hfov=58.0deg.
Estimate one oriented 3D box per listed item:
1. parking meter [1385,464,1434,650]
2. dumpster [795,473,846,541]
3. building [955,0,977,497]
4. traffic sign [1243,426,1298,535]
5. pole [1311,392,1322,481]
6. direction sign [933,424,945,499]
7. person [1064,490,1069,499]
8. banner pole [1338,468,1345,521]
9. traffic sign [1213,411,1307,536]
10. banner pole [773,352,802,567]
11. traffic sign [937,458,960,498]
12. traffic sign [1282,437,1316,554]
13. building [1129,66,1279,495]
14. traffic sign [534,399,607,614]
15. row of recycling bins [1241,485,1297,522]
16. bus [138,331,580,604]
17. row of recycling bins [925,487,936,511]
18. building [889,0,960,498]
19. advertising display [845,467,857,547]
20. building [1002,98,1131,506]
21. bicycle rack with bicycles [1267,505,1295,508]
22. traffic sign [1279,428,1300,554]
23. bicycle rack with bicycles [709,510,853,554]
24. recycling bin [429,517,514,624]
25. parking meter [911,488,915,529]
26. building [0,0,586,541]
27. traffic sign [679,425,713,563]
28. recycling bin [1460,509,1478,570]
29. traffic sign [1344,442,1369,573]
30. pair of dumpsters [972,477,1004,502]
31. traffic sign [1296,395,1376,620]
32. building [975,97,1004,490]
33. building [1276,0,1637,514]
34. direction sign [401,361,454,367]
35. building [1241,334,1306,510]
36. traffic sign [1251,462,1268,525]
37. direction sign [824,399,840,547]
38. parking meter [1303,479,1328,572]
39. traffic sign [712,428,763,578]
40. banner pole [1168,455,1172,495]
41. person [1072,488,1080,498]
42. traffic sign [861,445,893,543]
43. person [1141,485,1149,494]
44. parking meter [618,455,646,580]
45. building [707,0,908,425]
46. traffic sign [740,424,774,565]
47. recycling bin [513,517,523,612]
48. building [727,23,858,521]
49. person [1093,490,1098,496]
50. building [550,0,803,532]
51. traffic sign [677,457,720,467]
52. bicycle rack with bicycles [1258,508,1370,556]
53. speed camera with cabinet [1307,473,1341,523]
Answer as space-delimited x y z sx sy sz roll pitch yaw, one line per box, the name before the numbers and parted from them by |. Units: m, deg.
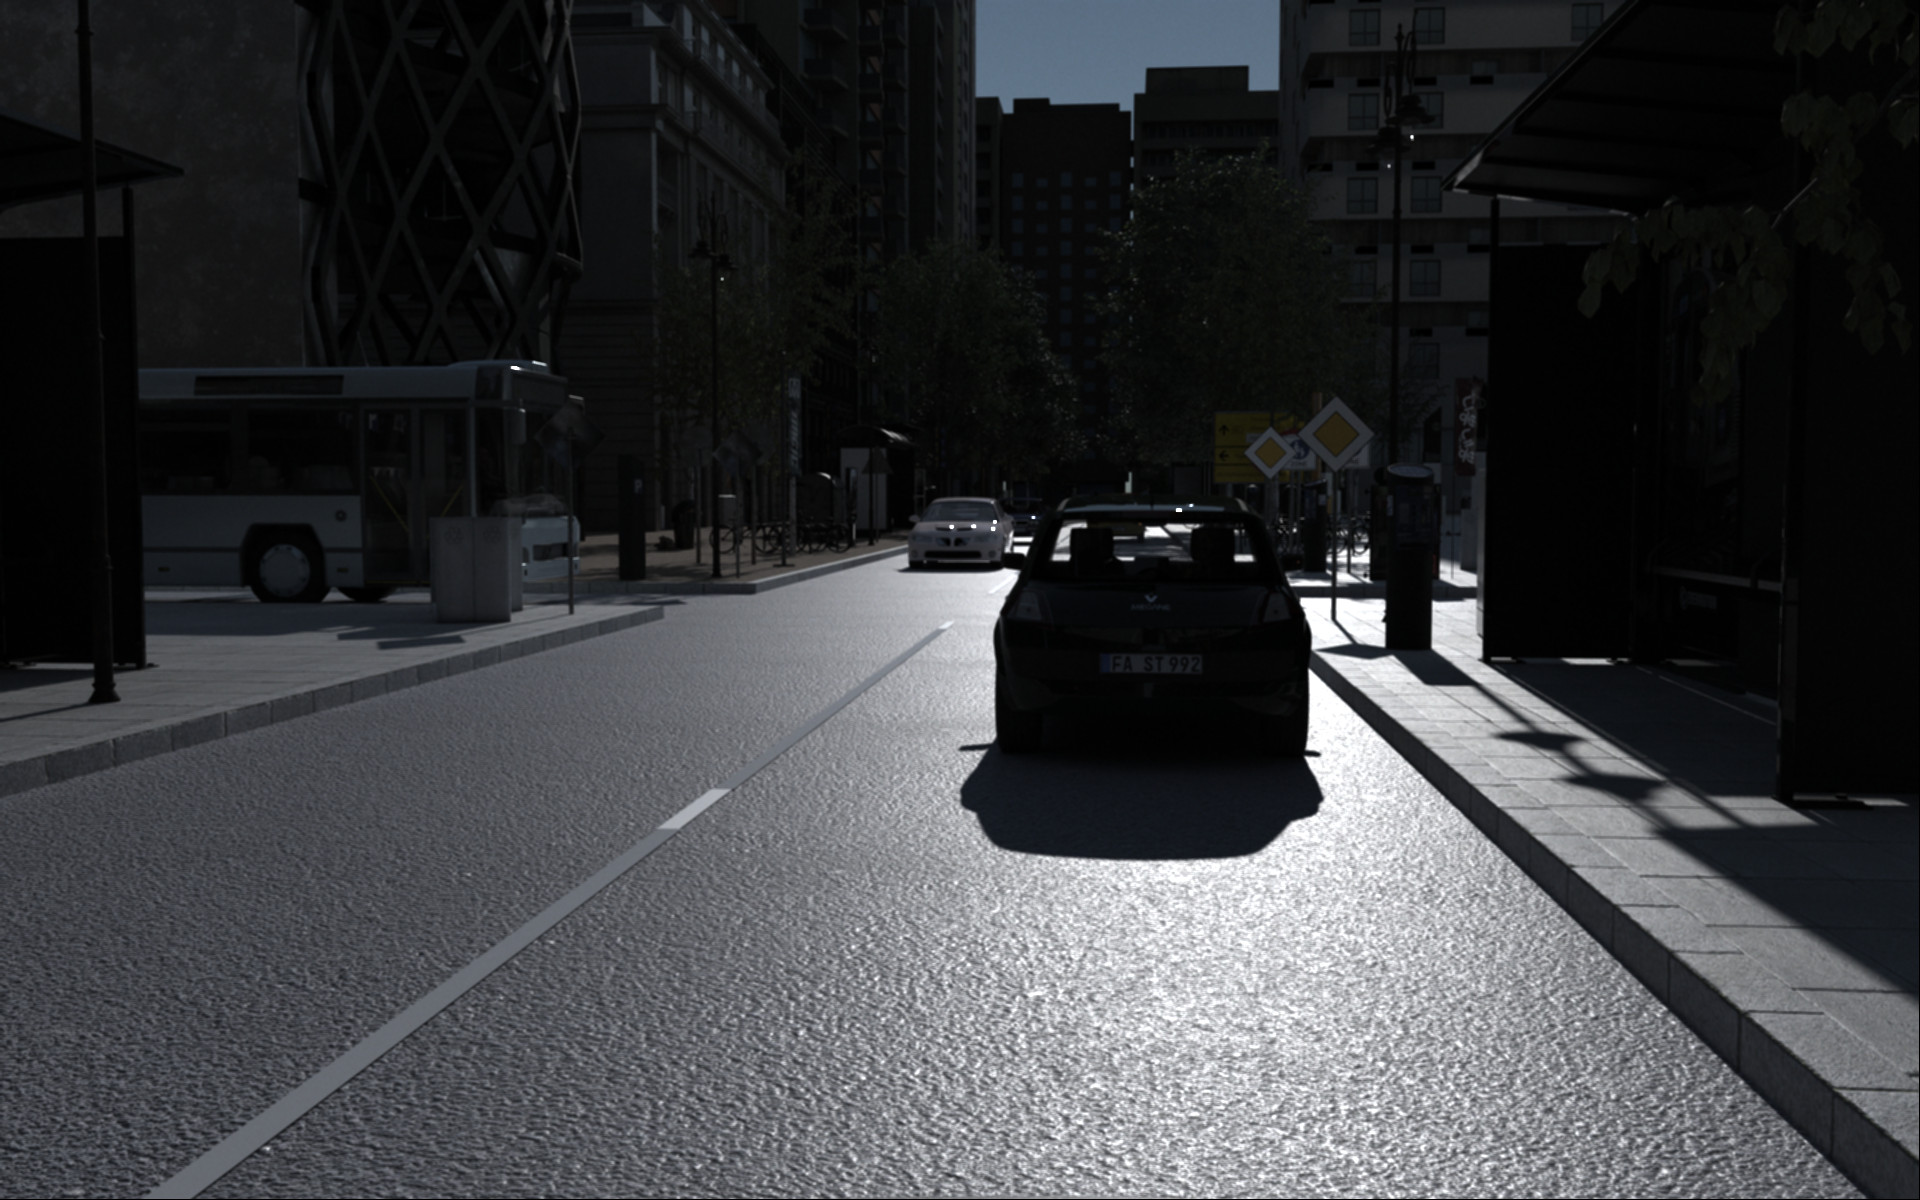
parking meter | 3.725 -0.363 14.345 0.372 1.533 0.369 0 3 0
dumpster | -3.886 -2.570 47.785 1.264 1.857 1.865 0 4 5
building | -9.524 -44.076 158.888 20.611 71.187 20.563 0 4 5
traffic sign | 4.574 -1.342 25.586 0.795 2.450 0.064 0 4 5
pole | 7.155 -2.505 34.794 0.158 3.312 0.155 0 3 0
direction sign | -0.667 -3.915 56.008 0.379 3.537 0.876 1 4 23
person | 7.290 -6.559 116.563 0.721 1.723 1.217 1 4 8
banner pole | 18.218 -5.683 82.927 0.401 3.779 0.863 3 5 44
traffic sign | 7.350 -2.978 42.561 2.265 3.308 0.079 1 4 13
banner pole | -3.025 -2.498 30.860 0.401 3.779 0.863 2 4 26
traffic sign | -0.412 -3.858 63.076 0.884 2.594 0.081 1 4 14
traffic sign | 5.914 -1.720 30.258 0.606 2.300 0.079 1 4 12
building | 30.503 -35.260 200.196 21.600 48.544 21.300 0 4 5
traffic sign | -4.141 -0.903 18.414 0.795 2.450 0.064 0 4 5
row of recycling bins | 14.167 -4.545 81.420 3.534 1.692 1.069 0 4 5
bus | -10.877 -1.688 22.462 13.247 3.499 2.948 0 4 6
row of recycling bins | -2.516 -5.459 96.362 3.534 1.692 1.069 3 5 39
building | -7.672 -27.836 138.705 14.154 41.232 14.086 0 4 5
advertising display | -2.638 -2.253 42.053 0.123 1.923 0.974 0 4 6
building | 12.404 -33.575 199.062 14.200 45.320 14.600 0 4 5
bicycle rack with bicycles | 10.092 -2.578 55.525 2.925 0.926 2.852 3 4 37
traffic sign | 6.435 -2.049 33.611 0.768 2.556 0.104 0 4 7
bicycle rack with bicycles | -3.711 -1.511 38.080 2.925 0.926 2.852 1 4 16
recycling bin | -4.961 -0.305 17.545 0.722 1.027 0.722 -1 4 -21
parking meter | -2.011 -3.577 66.890 0.372 1.533 0.369 0 3 0
building | -18.459 -10.763 43.427 16.820 18.784 16.811 0 4 5
traffic sign | -4.868 -1.961 32.174 0.768 2.556 0.104 1 4 11
recycling bin | 8.963 -1.028 29.363 0.722 1.027 0.722 3 5 40
traffic sign | 6.325 -1.589 28.110 0.606 2.300 0.079 0 4 6
pair of dumpsters | 1.490 -5.618 94.342 1.574 2.255 4.437 0 4 5
traffic sign | 3.815 -0.856 17.636 0.795 2.450 0.064 0 4 5
building | -5.201 -35.479 203.776 21.600 48.544 21.300 0 4 5
building | 37.235 -32.629 122.718 28.713 52.752 27.495 0 4 5
direction sign | -9.099 -2.307 29.718 0.876 3.537 0.379 -2 4 -24
building | 39.118 -18.760 151.764 27.650 21.520 28.899 0 4 5
traffic sign | 7.440 -2.569 42.115 0.768 2.556 0.104 1 4 14
direction sign | -3.109 -3.052 41.904 0.379 3.537 0.876 -1 4 -20
parking meter | 5.860 -1.232 28.551 0.372 1.533 0.369 0 3 0
traffic sign | -3.383 -1.390 26.363 0.795 2.450 0.064 0 4 5
banner pole | 11.085 -6.197 91.334 0.401 3.779 0.863 0 4 -8
person | 6.654 -5.546 99.349 0.590 1.801 0.661 1 4 11
traffic sign | -2.186 -2.791 45.638 0.884 2.594 0.081 1 4 15
person | 7.357 -3.673 68.897 0.444 1.785 0.601 -2 4 -31
parking meter | -4.900 -1.234 25.880 0.255 1.863 0.399 2 4 24
building | -15.398 -28.272 116.868 22.147 44.769 28.867 0 4 5
traffic sign | -3.755 -1.917 31.455 0.768 2.556 0.104 1 4 15
recycling bin | -5.264 -0.386 18.858 0.722 1.027 0.722 2 4 28
building | -12.658 -15.937 90.251 12.332 23.373 15.834 0 4 5
person | 12.182 -8.906 154.638 1.217 1.766 0.721 2 4 24
building | -15.086 -13.971 70.231 13.314 21.916 24.055 0 4 5
traffic sign | -5.082 -2.055 33.609 0.884 2.594 0.081 1 4 14
bicycle rack with bicycles | 7.345 -1.429 36.752 2.925 0.926 2.852 -1 4 -13
speed camera with cabinet | 15.971 -4.995 76.009 0.660 3.252 2.038 3 5 42
